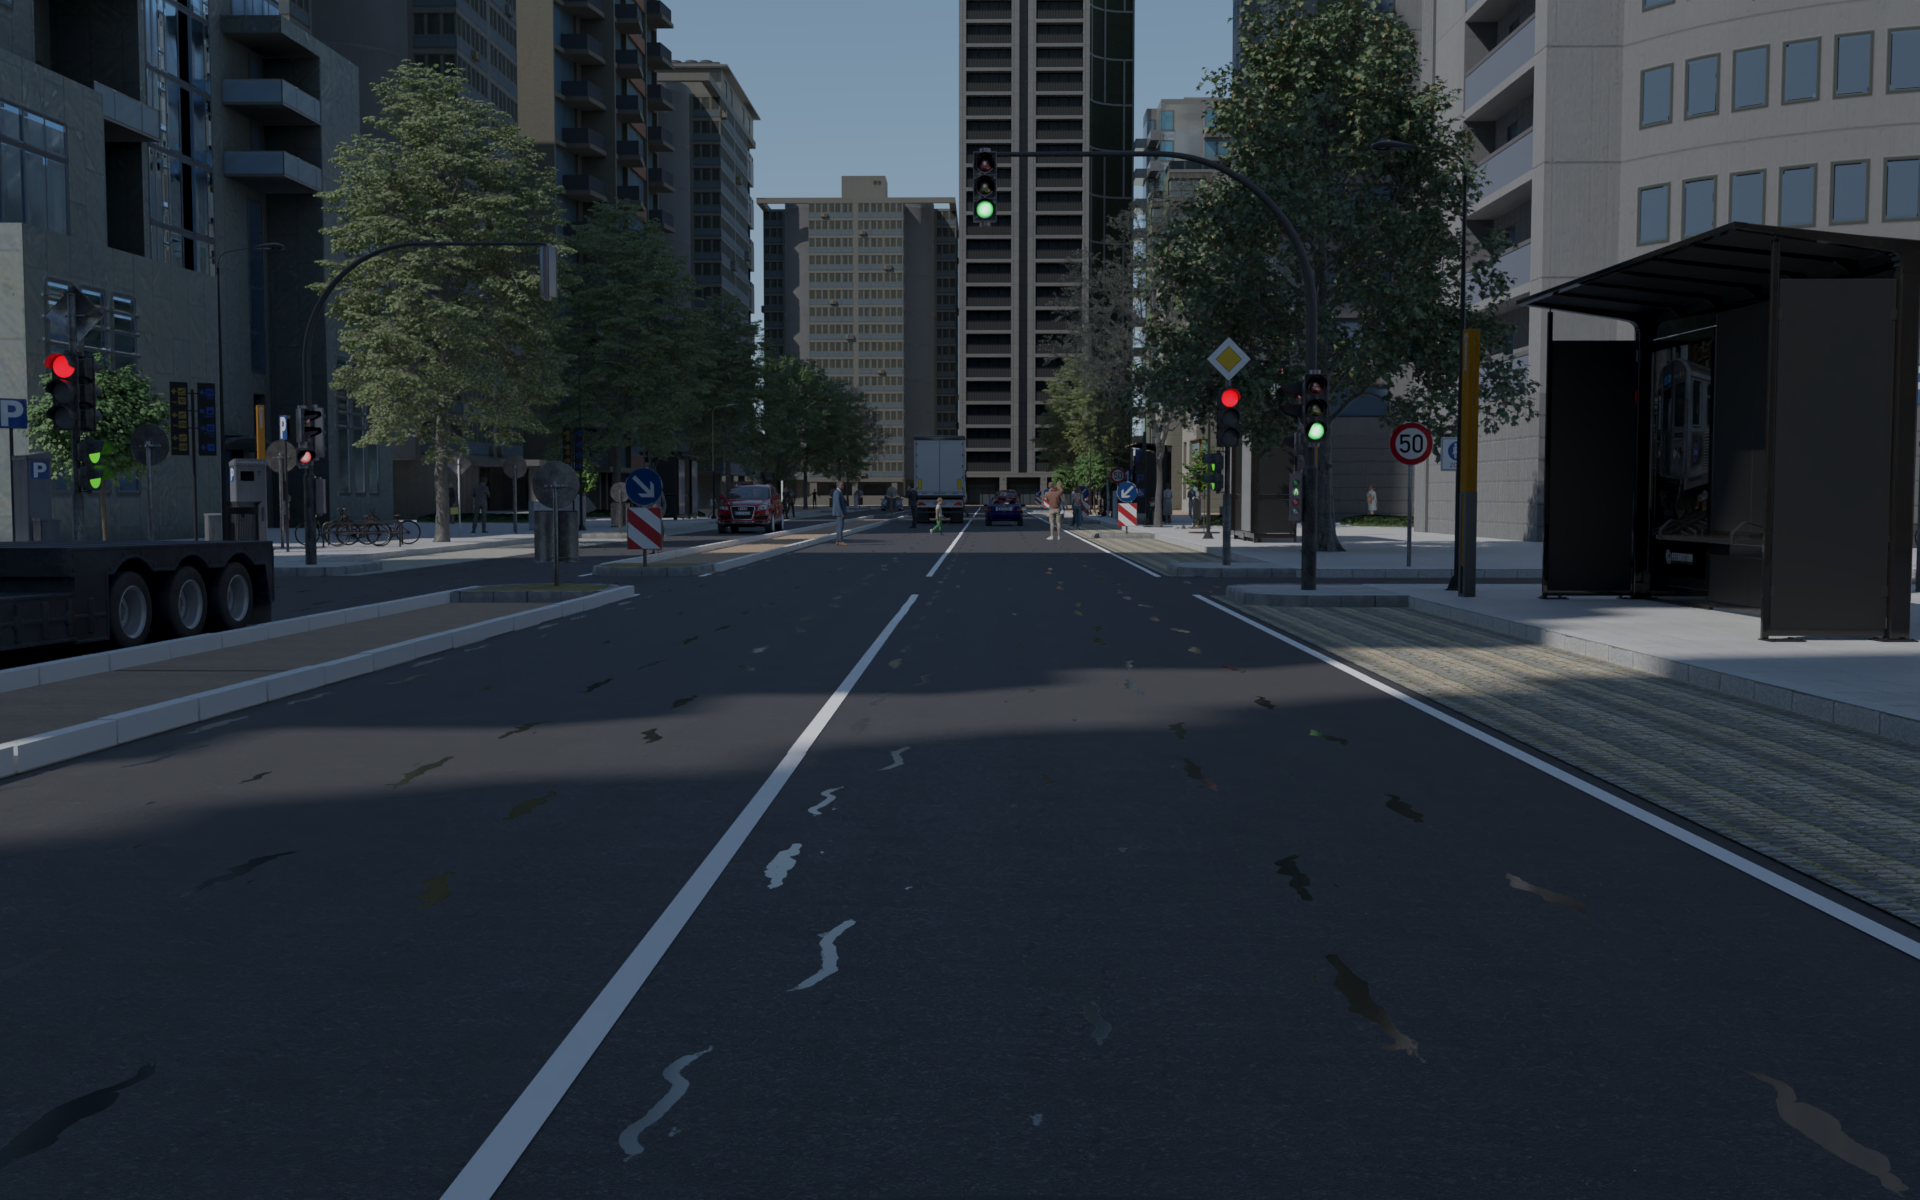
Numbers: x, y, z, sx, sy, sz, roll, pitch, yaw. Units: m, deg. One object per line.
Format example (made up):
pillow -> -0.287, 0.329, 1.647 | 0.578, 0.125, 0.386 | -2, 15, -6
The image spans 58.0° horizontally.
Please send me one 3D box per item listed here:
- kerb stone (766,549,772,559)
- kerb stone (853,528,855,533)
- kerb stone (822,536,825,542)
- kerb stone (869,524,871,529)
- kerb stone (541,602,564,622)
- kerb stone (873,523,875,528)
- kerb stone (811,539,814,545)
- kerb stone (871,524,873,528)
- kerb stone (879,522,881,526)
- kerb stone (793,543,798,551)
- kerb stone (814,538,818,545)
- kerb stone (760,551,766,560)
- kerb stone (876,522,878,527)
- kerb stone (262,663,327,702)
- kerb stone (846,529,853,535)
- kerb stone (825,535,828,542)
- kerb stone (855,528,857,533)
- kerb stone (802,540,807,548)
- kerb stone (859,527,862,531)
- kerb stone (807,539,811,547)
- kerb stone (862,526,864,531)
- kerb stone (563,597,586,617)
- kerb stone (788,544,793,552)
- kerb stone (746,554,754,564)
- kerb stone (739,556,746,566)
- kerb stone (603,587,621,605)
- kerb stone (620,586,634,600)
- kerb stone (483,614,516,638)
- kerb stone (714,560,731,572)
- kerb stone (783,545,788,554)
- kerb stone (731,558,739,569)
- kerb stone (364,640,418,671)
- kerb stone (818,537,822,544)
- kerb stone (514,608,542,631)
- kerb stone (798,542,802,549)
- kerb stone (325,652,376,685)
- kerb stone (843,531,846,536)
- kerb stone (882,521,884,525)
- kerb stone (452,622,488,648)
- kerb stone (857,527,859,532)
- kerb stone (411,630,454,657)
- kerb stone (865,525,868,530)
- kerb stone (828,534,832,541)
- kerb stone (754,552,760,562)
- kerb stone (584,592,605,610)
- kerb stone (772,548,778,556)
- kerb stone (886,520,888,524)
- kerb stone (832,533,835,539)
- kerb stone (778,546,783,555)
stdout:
kerb stone -> -4.361, -0.997, 38.558 | 0.120, 0.150, 1.000 | 0, 4, 1
kerb stone -> -3.950, -2.444, 62.153 | 0.120, 0.150, 1.000 | 0, 4, 1
kerb stone -> -4.148, -1.755, 50.881 | 0.120, 0.150, 1.000 | 0, 4, 1
kerb stone -> -3.799, -2.944, 70.337 | 0.120, 0.150, 1.000 | 0, 4, 1
kerb stone -> -4.703, 0.162, 19.654 | 0.120, 0.150, 1.000 | 0, 4, 1
kerb stone -> -3.763, -3.070, 72.387 | 0.120, 0.150, 1.000 | 0, 4, 1
kerb stone -> -4.207, -1.567, 47.808 | 0.120, 0.150, 1.000 | 0, 4, 1
kerb stone -> -3.786, -3.002, 71.360 | 0.120, 0.150, 1.000 | 0, 4, 1
kerb stone -> -3.704, -3.322, 76.505 | 0.120, 0.150, 1.000 | 0, 4, 1
kerb stone -> -4.276, -1.313, 43.697 | 0.120, 0.150, 1.000 | 0, 4, 1
kerb stone -> -4.186, -1.629, 48.833 | 0.120, 0.150, 1.000 | 0, 4, 1
kerb stone -> -4.388, -0.931, 37.536 | 0.120, 0.150, 1.000 | 0, 4, 1
kerb stone -> -3.731, -3.195, 74.436 | 0.120, 0.150, 1.000 | 0, 4, 1
kerb stone -> -4.817, 0.597, 12.442 | 0.120, 0.150, 1.000 | 0, 4, 1
kerb stone -> -3.972, -2.378, 61.121 | 0.120, 0.150, 1.000 | 0, 4, 1
kerb stone -> -4.128, -1.817, 51.904 | 0.120, 0.150, 1.000 | 0, 4, 1
kerb stone -> -3.935, -2.506, 63.175 | 0.120, 0.150, 1.000 | 0, 4, 1
kerb stone -> -4.231, -1.439, 45.754 | 0.120, 0.150, 1.000 | 0, 4, 1
kerb stone -> -3.896, -2.629, 65.219 | 0.120, 0.150, 1.000 | 0, 4, 1
kerb stone -> -4.213, -1.500, 46.776 | 0.120, 0.150, 1.000 | 0, 4, 1
kerb stone -> -3.881, -2.692, 66.241 | 0.120, 0.150, 1.000 | 0, 4, 1
kerb stone -> -4.677, 0.093, 20.678 | 0.120, 0.150, 1.000 | 0, 4, 1
kerb stone -> -4.289, -1.252, 42.667 | 0.120, 0.150, 1.000 | 0, 4, 1
kerb stone -> -4.411, -0.811, 35.491 | 0.120, 0.150, 1.000 | 0, 4, 1
kerb stone -> -4.431, -0.751, 34.467 | 0.120, 0.150, 1.000 | 0, 4, 1
kerb stone -> -4.643, -0.032, 22.726 | 0.120, 0.150, 1.000 | 0, 4, 1
kerb stone -> -4.629, -0.095, 23.748 | 0.120, 0.150, 1.000 | 0, 4, 1
kerb stone -> -4.739, 0.281, 17.595 | 0.120, 0.150, 1.000 | 0, 4, 1
kerb stone -> -4.467, -0.625, 32.409 | 0.120, 0.150, 1.000 | 0, 4, 1
kerb stone -> -4.313, -1.189, 41.633 | 0.120, 0.150, 1.000 | 0, 4, 1
kerb stone -> -4.455, -0.688, 33.445 | 0.120, 0.150, 1.000 | 0, 4, 1
kerb stone -> -4.785, 0.471, 14.498 | 0.120, 0.150, 1.000 | 0, 4, 1
kerb stone -> -4.162, -1.692, 49.859 | 0.120, 0.150, 1.000 | 0, 4, 1
kerb stone -> -4.709, 0.219, 18.620 | 0.120, 0.150, 1.000 | 0, 4, 1
kerb stone -> -4.254, -1.378, 44.719 | 0.120, 0.150, 1.000 | 0, 4, 1
kerb stone -> -4.804, 0.543, 13.477 | 0.120, 0.150, 1.000 | 0, 4, 1
kerb stone -> -4.020, -2.193, 58.046 | 0.120, 0.150, 1.000 | 0, 4, 1
kerb stone -> -3.657, -3.447, 78.560 | 0.120, 0.150, 1.000 | 0, 4, 1
kerb stone -> -4.746, 0.344, 16.569 | 0.120, 0.150, 1.000 | 0, 4, 1
kerb stone -> -3.918, -2.565, 64.197 | 0.120, 0.150, 1.000 | 0, 4, 1
kerb stone -> -4.775, 0.407, 15.534 | 0.120, 0.150, 1.000 | 0, 4, 1
kerb stone -> -3.839, -2.814, 68.292 | 0.120, 0.150, 1.000 | 0, 4, 1
kerb stone -> -4.110, -1.877, 52.926 | 0.120, 0.150, 1.000 | 0, 4, 1
kerb stone -> -4.402, -0.876, 36.513 | 0.120, 0.150, 1.000 | 0, 4, 1
kerb stone -> -4.652, 0.033, 21.699 | 0.120, 0.150, 1.000 | 0, 4, 1
kerb stone -> -4.346, -1.063, 39.580 | 0.120, 0.150, 1.000 | 0, 4, 1
kerb stone -> -3.614, -3.633, 81.631 | 0.120, 0.150, 1.000 | 0, 4, 1
kerb stone -> -4.091, -1.942, 53.950 | 0.120, 0.150, 1.000 | 0, 4, 1
kerb stone -> -4.324, -1.126, 40.602 | 0.120, 0.150, 1.000 | 0, 4, 1
